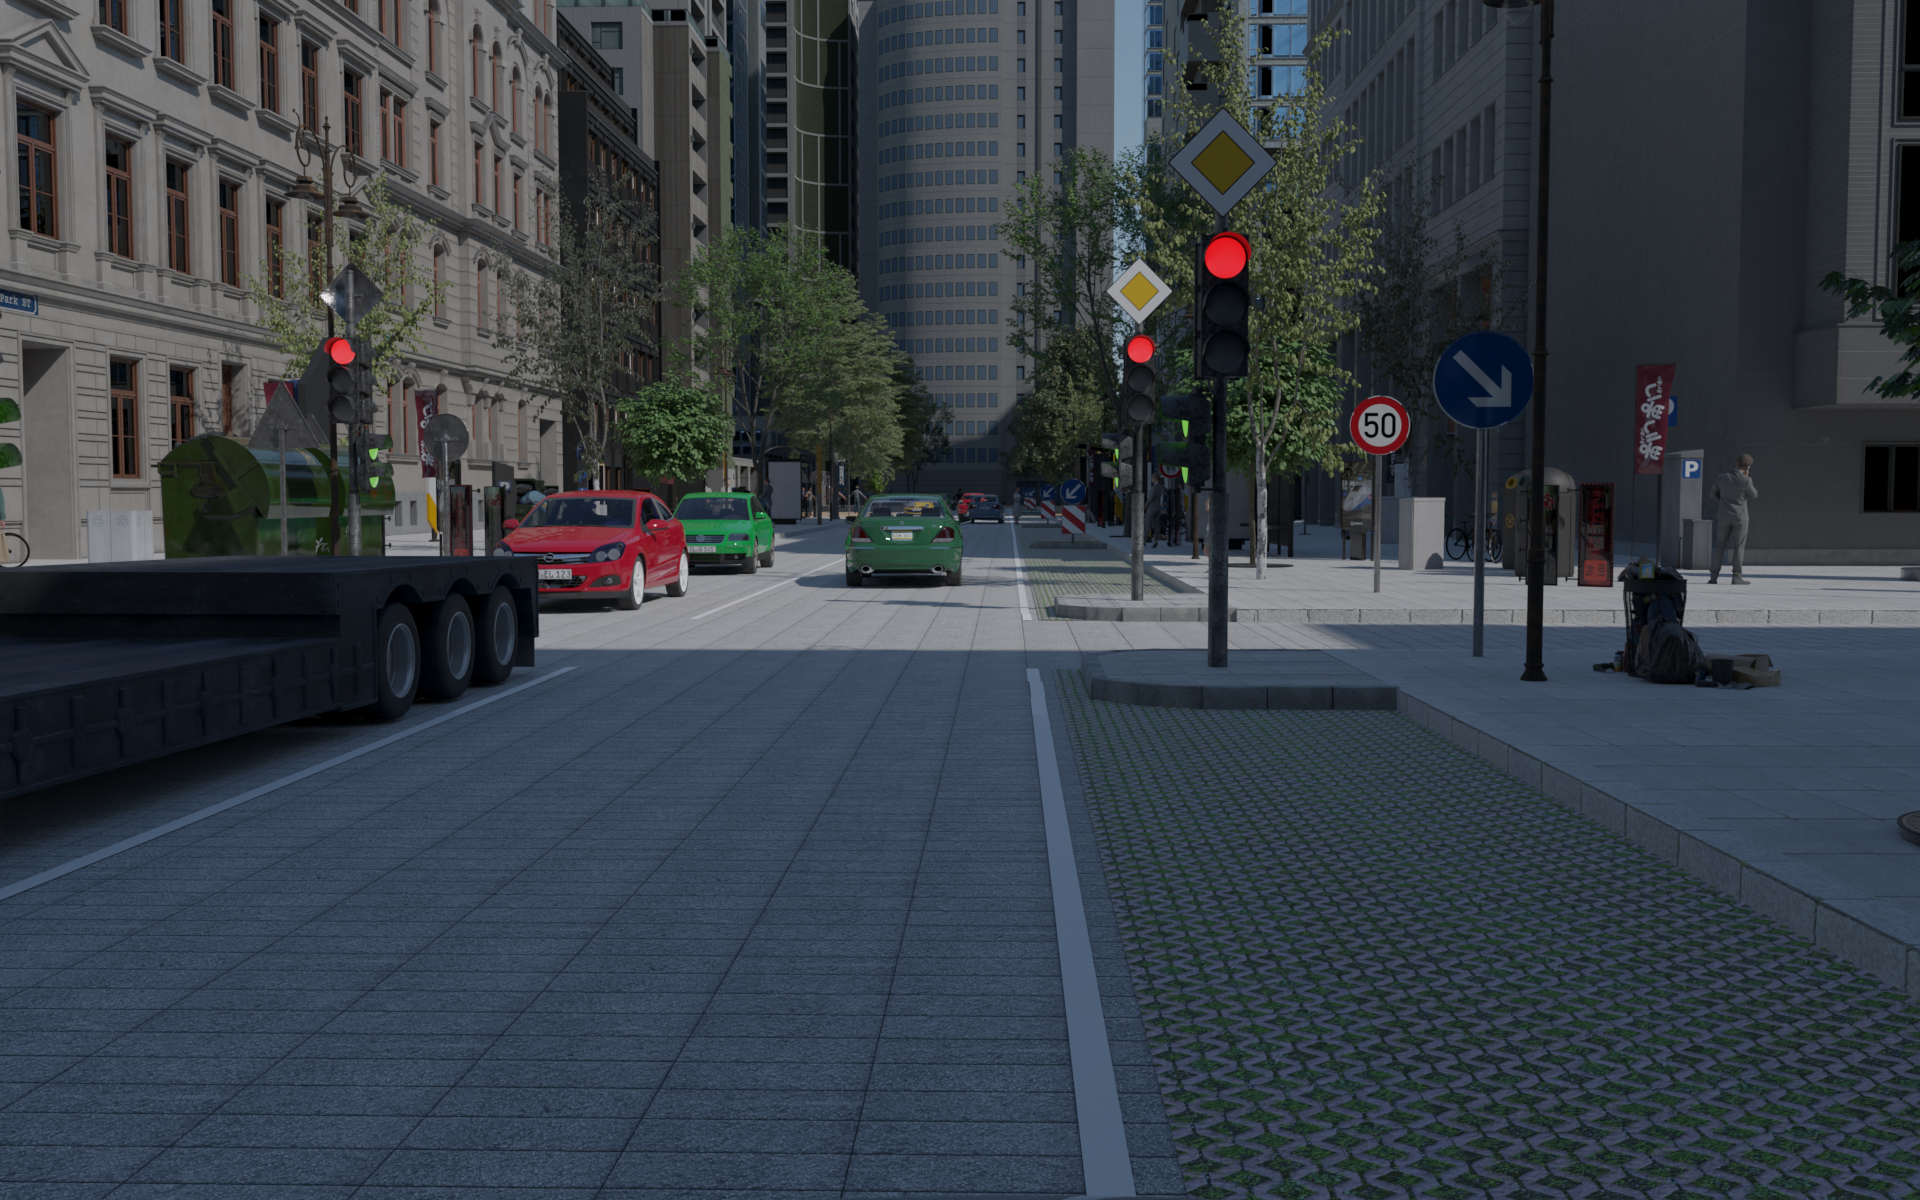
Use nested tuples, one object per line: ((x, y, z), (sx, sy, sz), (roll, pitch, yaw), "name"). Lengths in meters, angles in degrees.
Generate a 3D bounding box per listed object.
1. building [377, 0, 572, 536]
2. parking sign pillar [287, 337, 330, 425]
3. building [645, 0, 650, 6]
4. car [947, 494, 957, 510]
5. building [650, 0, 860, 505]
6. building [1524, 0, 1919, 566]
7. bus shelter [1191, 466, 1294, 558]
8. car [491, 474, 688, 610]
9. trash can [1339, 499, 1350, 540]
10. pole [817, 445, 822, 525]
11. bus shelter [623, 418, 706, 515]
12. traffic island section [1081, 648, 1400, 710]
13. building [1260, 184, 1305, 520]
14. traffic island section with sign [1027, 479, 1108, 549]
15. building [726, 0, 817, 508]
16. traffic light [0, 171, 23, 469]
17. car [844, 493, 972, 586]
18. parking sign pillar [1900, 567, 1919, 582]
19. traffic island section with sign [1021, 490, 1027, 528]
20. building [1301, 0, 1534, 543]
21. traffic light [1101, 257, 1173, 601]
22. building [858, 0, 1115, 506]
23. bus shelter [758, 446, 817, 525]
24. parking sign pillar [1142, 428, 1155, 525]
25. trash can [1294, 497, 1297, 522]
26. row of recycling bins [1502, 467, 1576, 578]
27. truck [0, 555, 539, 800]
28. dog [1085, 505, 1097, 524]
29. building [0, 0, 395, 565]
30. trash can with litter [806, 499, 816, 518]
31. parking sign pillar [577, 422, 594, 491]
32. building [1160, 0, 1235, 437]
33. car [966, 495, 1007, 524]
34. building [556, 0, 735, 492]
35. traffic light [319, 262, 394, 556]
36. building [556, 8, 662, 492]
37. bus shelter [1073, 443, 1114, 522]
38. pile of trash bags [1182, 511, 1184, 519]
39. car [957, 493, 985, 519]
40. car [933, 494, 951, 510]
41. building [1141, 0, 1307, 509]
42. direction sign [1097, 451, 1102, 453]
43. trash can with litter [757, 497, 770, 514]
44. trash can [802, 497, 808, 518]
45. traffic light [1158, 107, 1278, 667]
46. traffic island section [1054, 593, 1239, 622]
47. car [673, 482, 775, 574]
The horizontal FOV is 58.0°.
((-23.466, -16.845, 62.801), (14.401, 28.519, 23.554), (0, 4, 2), "building")
((-10.985, -2.492, 29.213), (1.447, 3.967, 1.447), (0, 4, -2), "parking sign pillar")
((-24.998, -41.735, 120.616), (20.563, 71.187, 20.611), (0, 4, 2), "building")
((-1.237, -8.717, 152.315), (2.009, 1.686, 4.222), (0, 4, 2), "car")
((-22.551, -46.461, 197.887), (20.611, 71.187, 20.563), (0, 4, 2), "building")
((28.788, -13.216, 35.148), (30.058, 24.678, 14.314), (0, 4, 2), "building")
((6.033, -2.656, 37.343), (2.014, 3.302, 5.546), (0, 4, 2), "bus shelter")
((-4.788, -0.837, 22.723), (2.155, 1.783, 4.494), (0, 4, 3), "car")
((11.020, -2.262, 48.644), (0.748, 1.137, 0.748), (0, 3, 0), "trash can")
((-5.804, -4.752, 71.531), (0.158, 3.312, 0.155), (0, 3, 0), "pole")
((-8.819, -3.779, 53.073), (1.731, 3.624, 6.357), (0, 4, 2), "bus shelter")
((1.937, 0.575, 12.879), (2.009, 0.180, 2.903), (0, 4, 2), "traffic island section")
((23.432, -13.420, 86.871), (16.820, 18.784, 16.811), (0, 4, 2), "building")
((2.849, -2.265, 45.661), (1.989, 1.847, 2.006), (0, 4, 2), "traffic island section with sign")
((-29.390, -51.291, 151.284), (31.000, 86.520, 22.319), (0, 4, 2), "building")
((-7.561, -1.473, 13.010), (0.839, 4.253, 0.868), (0, 4, 2), "traffic light")
((-0.867, -1.012, 28.352), (2.131, 1.459, 4.920), (0, 3, 0), "car")
((14.722, -2.264, 25.485), (1.447, 3.967, 1.447), (-3, 5, -41), "parking sign pillar")
((3.612, -3.972, 73.564), (1.989, 1.847, 2.006), (0, 4, 2), "traffic island section with sign")
((19.461, -17.143, 57.786), (11.434, 29.767, 29.804), (0, 4, 2), "building")
((2.116, -1.947, 20.749), (0.839, 4.253, 0.868), (0, 4, 2), "traffic light")
((2.866, -40.106, 197.727), (28.212, 58.520, 21.231), (0, 4, 2), "building")
((-7.337, -4.962, 75.059), (2.014, 3.302, 5.546), (0, 4, 1), "bus shelter")
((7.777, -5.078, 71.490), (1.447, 3.967, 1.447), (1, 4, 9), "parking sign pillar")
((14.586, -3.995, 76.967), (0.748, 1.137, 0.748), (0, 3, 0), "trash can")
((9.453, -1.291, 28.218), (1.069, 1.692, 3.534), (1, 4, 14), "row of recycling bins")
((-5.002, -0.896, 4.403), (2.967, 4.110, 18.799), (0, 4, 3), "truck")
((5.743, -3.708, 75.002), (0.800, 0.831, 0.513), (1, 4, 13), "dog")
((-22.147, -12.505, 40.607), (11.583, 22.565, 21.152), (0, 4, 2), "building")
((-8.017, -5.072, 94.312), (1.055, 1.170, 0.624), (0, 4, 0), "trash can with litter")
((-13.817, -4.626, 64.103), (1.447, 3.967, 1.447), (0, 4, 0), "parking sign pillar")
((31.699, -34.163, 147.801), (28.713, 52.752, 27.495), (0, 4, 2), "building")
((1.274, -4.442, 84.629), (2.014, 1.417, 4.499), (0, 4, 3), "car")
((-21.729, -20.351, 104.436), (14.160, 30.474, 14.107), (0, 4, 2), "building")
((-7.342, -1.962, 20.992), (0.839, 4.253, 0.868), (0, 4, 2), "traffic light")
((-21.964, -15.481, 82.790), (12.332, 23.373, 15.834), (0, 4, 2), "building")
((6.350, -5.572, 82.382), (1.731, 3.624, 6.357), (0, 4, 1), "bus shelter")
((12.044, -4.876, 89.477), (1.912, 1.369, 3.447), (0, 4, 5), "pile of trash bags")
((0.838, -5.704, 102.305), (2.155, 1.783, 4.494), (0, 4, 3), "car")
((-1.696, -8.074, 140.805), (1.959, 1.807, 4.718), (0, 4, 3), "car")
((32.486, -54.087, 196.990), (31.000, 86.520, 22.319), (0, 4, 2), "building")
((7.074, -5.818, 87.116), (0.379, 3.537, 0.876), (2, 4, 30), "direction sign")
((-6.608, -2.839, 57.803), (0.624, 1.170, 1.055), (-1, 4, -11), "trash can with litter")
((-8.344, -4.863, 91.159), (0.748, 1.137, 0.748), (0, 3, 0), "trash can")
((1.897, -1.458, 12.767), (0.839, 4.253, 0.868), (0, 4, 2), "traffic light")
((2.156, 0.087, 20.862), (2.009, 0.180, 2.903), (0, 4, 2), "traffic island section")
((-4.527, -1.445, 32.415), (1.959, 1.807, 4.718), (0, 4, 0), "car")
